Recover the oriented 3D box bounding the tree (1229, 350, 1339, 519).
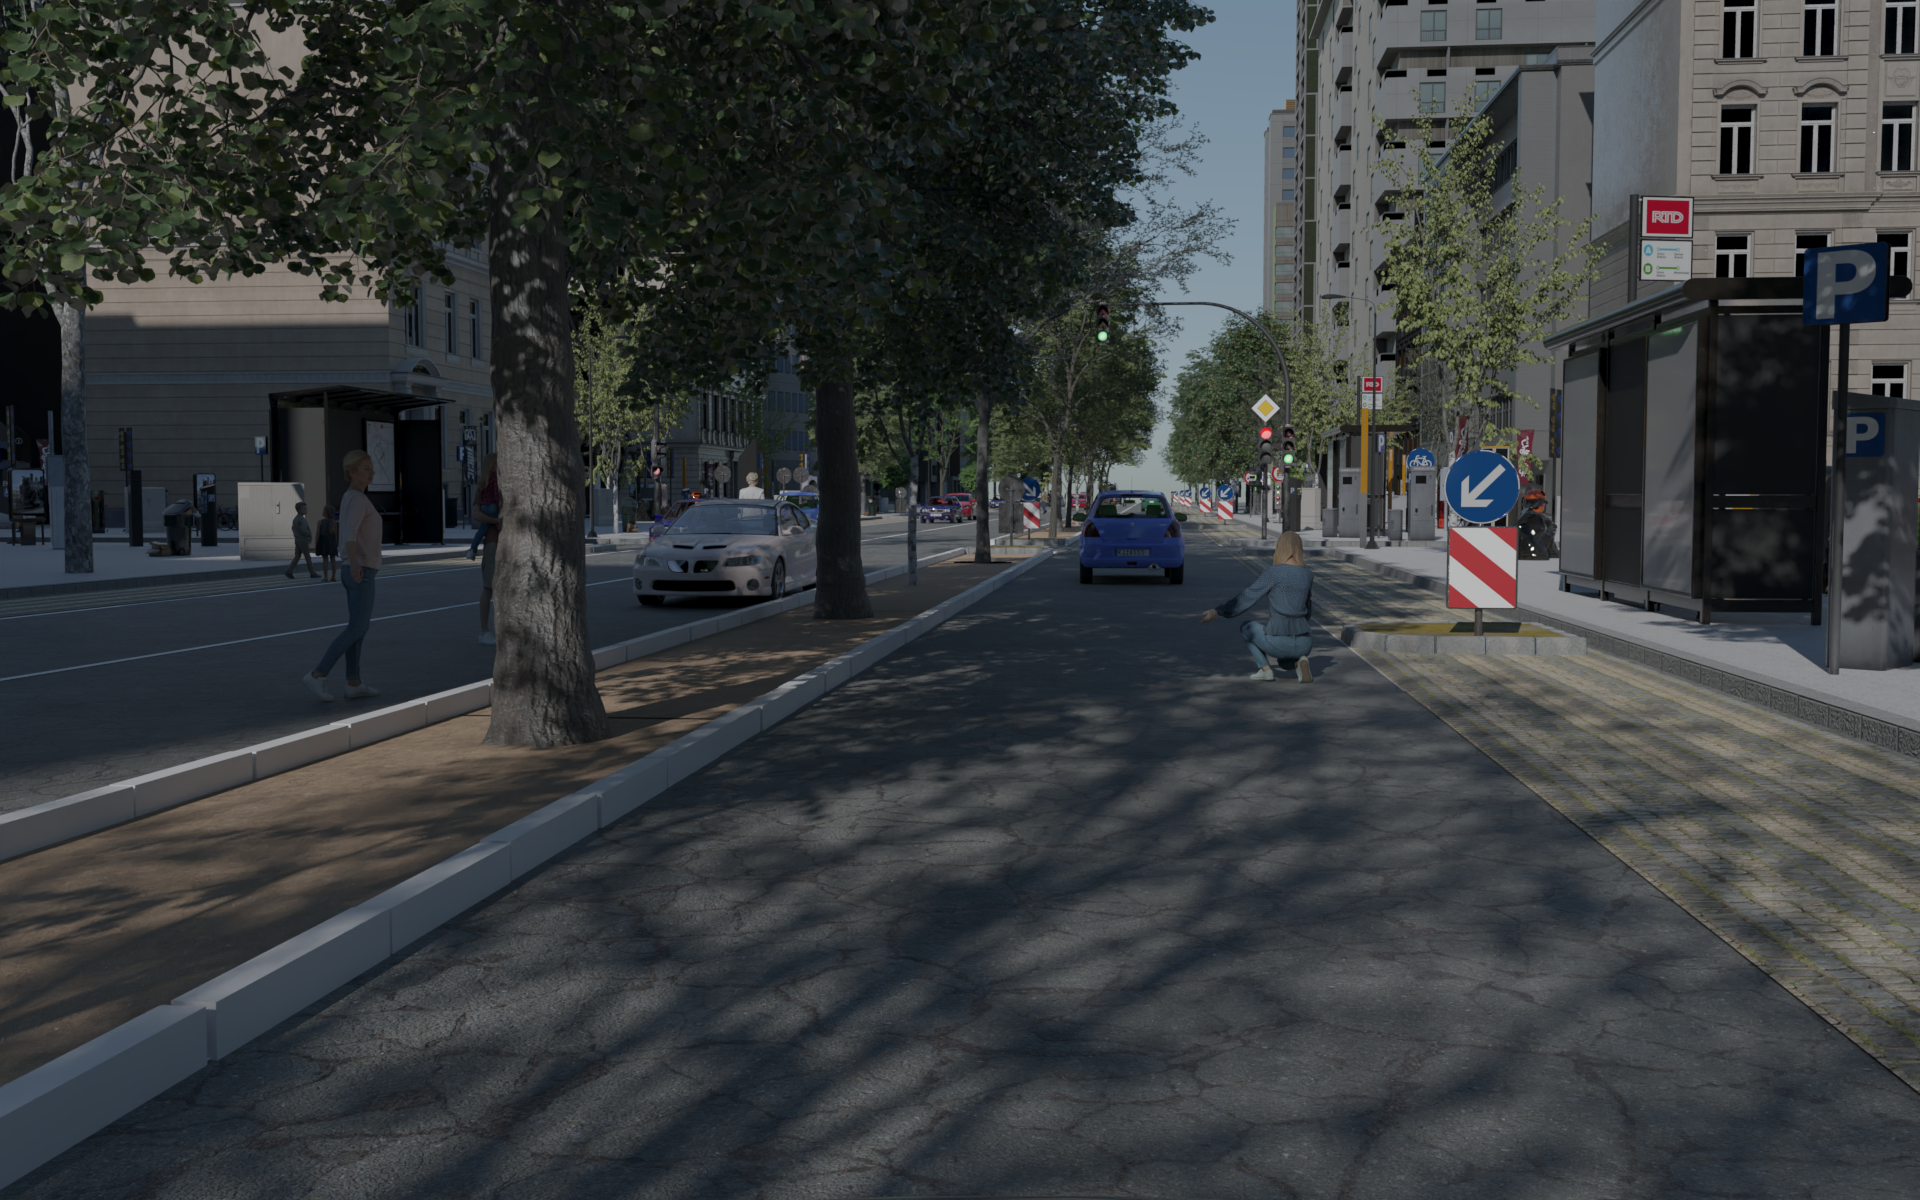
[{"bbox_3d":[15.995,-8.402,87.742,4.360,8.622,3.978,0,3,0],"label":"tree"}]

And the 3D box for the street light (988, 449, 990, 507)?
[{"bbox_3d":[3.357,-12.283,173.362,1.470,5.913,1.316,0,4,6],"label":"street light"}]

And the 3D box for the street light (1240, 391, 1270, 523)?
[{"bbox_3d":[13.308,-6.460,78.165,1.470,5.913,1.316,0,4,6],"label":"street light"}]

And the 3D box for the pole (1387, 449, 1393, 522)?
[{"bbox_3d":[19.474,-5.173,78.423,0.158,3.312,0.155,0,3,0],"label":"pole"}]

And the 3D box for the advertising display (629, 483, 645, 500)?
[{"bbox_3d":[-18.965,-5.912,101.870,0.974,1.923,0.123,1,4,12],"label":"advertising display"}]

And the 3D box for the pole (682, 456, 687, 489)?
[{"bbox_3d":[-14.935,-6.121,93.916,0.158,3.312,0.155,0,3,0],"label":"pole"}]

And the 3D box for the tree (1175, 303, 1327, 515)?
[{"bbox_3d":[17.829,-11.458,104.345,9.611,12.733,9.660,0,3,0],"label":"tree"}]

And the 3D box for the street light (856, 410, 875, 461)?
[{"bbox_3d":[-5.184,-7.564,96.212,1.470,5.913,1.316,0,4,6],"label":"street light"}]

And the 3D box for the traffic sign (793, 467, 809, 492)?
[{"bbox_3d":[-7.403,-4.924,80.615,0.768,2.556,0.104,0,4,8],"label":"traffic sign"}]

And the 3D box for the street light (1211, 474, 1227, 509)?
[{"bbox_3d":[18.441,-9.221,123.298,1.470,5.913,1.316,0,4,6],"label":"street light"}]

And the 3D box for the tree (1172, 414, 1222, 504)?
[{"bbox_3d":[29.561,-18.295,217.245,7.486,12.596,7.792,0,3,0],"label":"tree"}]

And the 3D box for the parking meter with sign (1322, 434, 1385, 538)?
[{"bbox_3d":[11.478,-3.328,50.671,1.738,3.016,0.543,2,4,35],"label":"parking meter with sign"}]

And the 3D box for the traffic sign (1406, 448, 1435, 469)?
[{"bbox_3d":[12.740,-2.927,47.971,0.768,2.556,0.104,0,4,8],"label":"traffic sign"}]

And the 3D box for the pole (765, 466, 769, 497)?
[{"bbox_3d":[-12.232,-7.084,109.668,0.158,3.312,0.155,0,3,0],"label":"pole"}]

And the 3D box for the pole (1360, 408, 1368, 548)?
[{"bbox_3d":[9.597,-2.893,41.137,0.158,3.312,0.155,0,3,0],"label":"pole"}]

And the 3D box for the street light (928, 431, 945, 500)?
[{"bbox_3d":[-1.763,-9.478,127.505,1.470,5.913,1.316,0,4,6],"label":"street light"}]

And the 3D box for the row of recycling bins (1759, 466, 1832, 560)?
[{"bbox_3d":[12.697,-1.131,25.613,1.069,1.692,3.534,0,4,8],"label":"row of recycling bins"}]

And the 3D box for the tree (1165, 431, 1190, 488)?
[{"bbox_3d":[33.175,-19.794,249.380,9.928,11.665,9.643,0,3,0],"label":"tree"}]

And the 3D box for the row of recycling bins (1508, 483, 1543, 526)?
[{"bbox_3d":[20.116,-3.427,63.148,3.534,1.692,1.069,-3,5,-40],"label":"row of recycling bins"}]

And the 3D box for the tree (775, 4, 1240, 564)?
[{"bbox_3d":[0.453,-7.495,35.373,12.009,13.543,11.850,0,3,0],"label":"tree"}]

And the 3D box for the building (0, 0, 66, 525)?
[{"bbox_3d":[-46.096,-14.740,70.671,15.834,23.373,12.332,0,4,6],"label":"building"}]

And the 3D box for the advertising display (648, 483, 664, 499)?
[{"bbox_3d":[-17.876,-5.912,101.870,0.974,1.923,0.123,-1,4,-11],"label":"advertising display"}]

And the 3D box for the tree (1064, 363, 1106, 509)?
[{"bbox_3d":[5.220,-8.055,84.520,4.737,8.622,4.395,0,3,0],"label":"tree"}]

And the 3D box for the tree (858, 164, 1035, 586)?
[{"bbox_3d":[-0.756,-4.533,26.942,4.737,8.622,4.395,0,3,0],"label":"tree"}]

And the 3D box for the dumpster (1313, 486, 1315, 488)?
[{"bbox_3d":[17.808,-4.959,83.575,1.502,2.255,1.985,0,4,6],"label":"dumpster"}]

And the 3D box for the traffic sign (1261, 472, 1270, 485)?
[{"bbox_3d":[14.087,-4.778,80.253,0.606,2.300,0.079,1,4,11],"label":"traffic sign"}]

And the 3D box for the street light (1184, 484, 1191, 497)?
[{"bbox_3d":[26.910,-13.874,199.387,1.470,5.913,1.316,0,4,6],"label":"street light"}]

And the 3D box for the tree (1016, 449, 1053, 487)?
[{"bbox_3d":[9.630,-19.955,243.278,9.611,12.733,9.660,0,3,0],"label":"tree"}]

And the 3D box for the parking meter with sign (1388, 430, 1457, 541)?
[{"bbox_3d":[12.655,-3.134,47.494,1.738,3.016,0.543,0,4,4],"label":"parking meter with sign"}]

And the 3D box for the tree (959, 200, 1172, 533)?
[{"bbox_3d":[3.673,-8.729,63.299,7.486,12.596,7.792,0,3,0],"label":"tree"}]

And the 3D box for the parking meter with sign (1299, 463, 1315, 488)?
[{"bbox_3d":[19.318,-6.058,95.309,0.543,3.016,1.738,-1,4,-16],"label":"parking meter with sign"}]

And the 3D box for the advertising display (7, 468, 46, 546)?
[{"bbox_3d":[-23.284,-2.325,43.229,0.123,1.923,0.974,1,4,22],"label":"advertising display"}]

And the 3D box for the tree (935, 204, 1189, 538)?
[{"bbox_3d":[2.952,-7.272,55.763,8.767,10.594,7.601,0,4,6],"label":"tree"}]

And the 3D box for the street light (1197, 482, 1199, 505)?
[{"bbox_3d":[21.850,-11.095,153.942,1.470,5.913,1.316,0,4,6],"label":"street light"}]

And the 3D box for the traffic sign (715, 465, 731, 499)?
[{"bbox_3d":[-10.503,-4.677,76.582,0.768,2.556,0.104,1,4,14],"label":"traffic sign"}]

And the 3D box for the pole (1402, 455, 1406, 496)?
[{"bbox_3d":[23.090,-5.886,90.086,0.158,3.312,0.155,0,3,0],"label":"pole"}]

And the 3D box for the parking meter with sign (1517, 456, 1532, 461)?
[{"bbox_3d":[22.368,-4.479,69.485,0.543,3.016,1.738,2,4,35],"label":"parking meter with sign"}]

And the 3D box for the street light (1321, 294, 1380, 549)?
[{"bbox_3d":[9.064,-4.141,40.246,1.470,5.913,1.316,0,4,6],"label":"street light"}]

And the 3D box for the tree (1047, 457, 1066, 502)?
[{"bbox_3d":[13.859,-21.389,275.471,9.928,11.665,9.643,0,3,0],"label":"tree"}]

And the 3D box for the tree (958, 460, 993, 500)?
[{"bbox_3d":[1.480,-11.195,166.747,4.285,4.588,4.351,0,3,0],"label":"tree"}]

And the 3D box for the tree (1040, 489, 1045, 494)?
[{"bbox_3d":[11.958,-16.139,258.470,1.663,3.219,1.824,0,3,0],"label":"tree"}]

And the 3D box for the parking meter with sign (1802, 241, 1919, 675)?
[{"bbox_3d":[6.801,-1.012,12.803,1.738,3.016,0.543,-3,5,-45],"label":"parking meter with sign"}]

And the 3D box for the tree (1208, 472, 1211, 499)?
[{"bbox_3d":[25.923,-15.088,181.096,7.601,10.594,8.767,2,4,27],"label":"tree"}]

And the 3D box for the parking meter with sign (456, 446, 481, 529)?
[{"bbox_3d":[-17.350,-4.067,62.764,1.738,3.016,0.543,2,4,24],"label":"parking meter with sign"}]

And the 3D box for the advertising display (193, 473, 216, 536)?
[{"bbox_3d":[-23.008,-2.910,52.785,0.123,1.923,0.974,1,4,11],"label":"advertising display"}]

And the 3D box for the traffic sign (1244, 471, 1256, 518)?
[{"bbox_3d":[15.845,-5.763,94.333,0.768,2.556,0.104,1,4,15],"label":"traffic sign"}]

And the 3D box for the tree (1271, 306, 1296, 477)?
[{"bbox_3d":[13.466,-6.990,64.652,4.737,8.622,4.395,0,3,0],"label":"tree"}]

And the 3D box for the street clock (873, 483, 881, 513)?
[{"bbox_3d":[-5.409,-6.645,113.220,0.471,2.002,0.358,3,5,41],"label":"street clock"}]

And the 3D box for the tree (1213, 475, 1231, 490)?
[{"bbox_3d":[21.512,-8.896,140.043,1.663,3.219,1.824,0,3,0],"label":"tree"}]

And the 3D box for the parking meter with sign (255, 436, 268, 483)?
[{"bbox_3d":[-20.663,-3.480,53.156,0.543,3.016,1.738,2,4,35],"label":"parking meter with sign"}]

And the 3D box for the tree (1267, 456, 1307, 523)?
[{"bbox_3d":[14.428,-4.990,76.188,1.663,3.219,1.824,0,3,0],"label":"tree"}]

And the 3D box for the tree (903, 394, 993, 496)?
[{"bbox_3d":[-1.311,-13.034,138.867,9.928,11.665,9.643,0,3,0],"label":"tree"}]

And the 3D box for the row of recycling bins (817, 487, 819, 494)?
[{"bbox_3d":[-7.599,-5.580,98.352,1.069,1.692,3.534,-2,4,-28],"label":"row of recycling bins"}]

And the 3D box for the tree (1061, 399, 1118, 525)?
[{"bbox_3d":[5.367,-7.711,78.891,4.360,8.622,3.978,0,3,0],"label":"tree"}]

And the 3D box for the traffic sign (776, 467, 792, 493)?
[{"bbox_3d":[-8.441,-5.066,82.940,0.768,2.556,0.104,1,4,15],"label":"traffic sign"}]

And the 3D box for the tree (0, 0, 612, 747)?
[{"bbox_3d":[-2.384,-6.142,9.532,9.857,13.997,8.962,0,3,0],"label":"tree"}]

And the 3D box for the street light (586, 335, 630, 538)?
[{"bbox_3d":[-10.291,-4.784,50.757,1.470,5.913,1.316,0,4,6],"label":"street light"}]

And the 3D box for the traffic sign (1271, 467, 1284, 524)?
[{"bbox_3d":[13.839,-4.573,74.880,0.768,2.556,0.104,1,4,13],"label":"traffic sign"}]
